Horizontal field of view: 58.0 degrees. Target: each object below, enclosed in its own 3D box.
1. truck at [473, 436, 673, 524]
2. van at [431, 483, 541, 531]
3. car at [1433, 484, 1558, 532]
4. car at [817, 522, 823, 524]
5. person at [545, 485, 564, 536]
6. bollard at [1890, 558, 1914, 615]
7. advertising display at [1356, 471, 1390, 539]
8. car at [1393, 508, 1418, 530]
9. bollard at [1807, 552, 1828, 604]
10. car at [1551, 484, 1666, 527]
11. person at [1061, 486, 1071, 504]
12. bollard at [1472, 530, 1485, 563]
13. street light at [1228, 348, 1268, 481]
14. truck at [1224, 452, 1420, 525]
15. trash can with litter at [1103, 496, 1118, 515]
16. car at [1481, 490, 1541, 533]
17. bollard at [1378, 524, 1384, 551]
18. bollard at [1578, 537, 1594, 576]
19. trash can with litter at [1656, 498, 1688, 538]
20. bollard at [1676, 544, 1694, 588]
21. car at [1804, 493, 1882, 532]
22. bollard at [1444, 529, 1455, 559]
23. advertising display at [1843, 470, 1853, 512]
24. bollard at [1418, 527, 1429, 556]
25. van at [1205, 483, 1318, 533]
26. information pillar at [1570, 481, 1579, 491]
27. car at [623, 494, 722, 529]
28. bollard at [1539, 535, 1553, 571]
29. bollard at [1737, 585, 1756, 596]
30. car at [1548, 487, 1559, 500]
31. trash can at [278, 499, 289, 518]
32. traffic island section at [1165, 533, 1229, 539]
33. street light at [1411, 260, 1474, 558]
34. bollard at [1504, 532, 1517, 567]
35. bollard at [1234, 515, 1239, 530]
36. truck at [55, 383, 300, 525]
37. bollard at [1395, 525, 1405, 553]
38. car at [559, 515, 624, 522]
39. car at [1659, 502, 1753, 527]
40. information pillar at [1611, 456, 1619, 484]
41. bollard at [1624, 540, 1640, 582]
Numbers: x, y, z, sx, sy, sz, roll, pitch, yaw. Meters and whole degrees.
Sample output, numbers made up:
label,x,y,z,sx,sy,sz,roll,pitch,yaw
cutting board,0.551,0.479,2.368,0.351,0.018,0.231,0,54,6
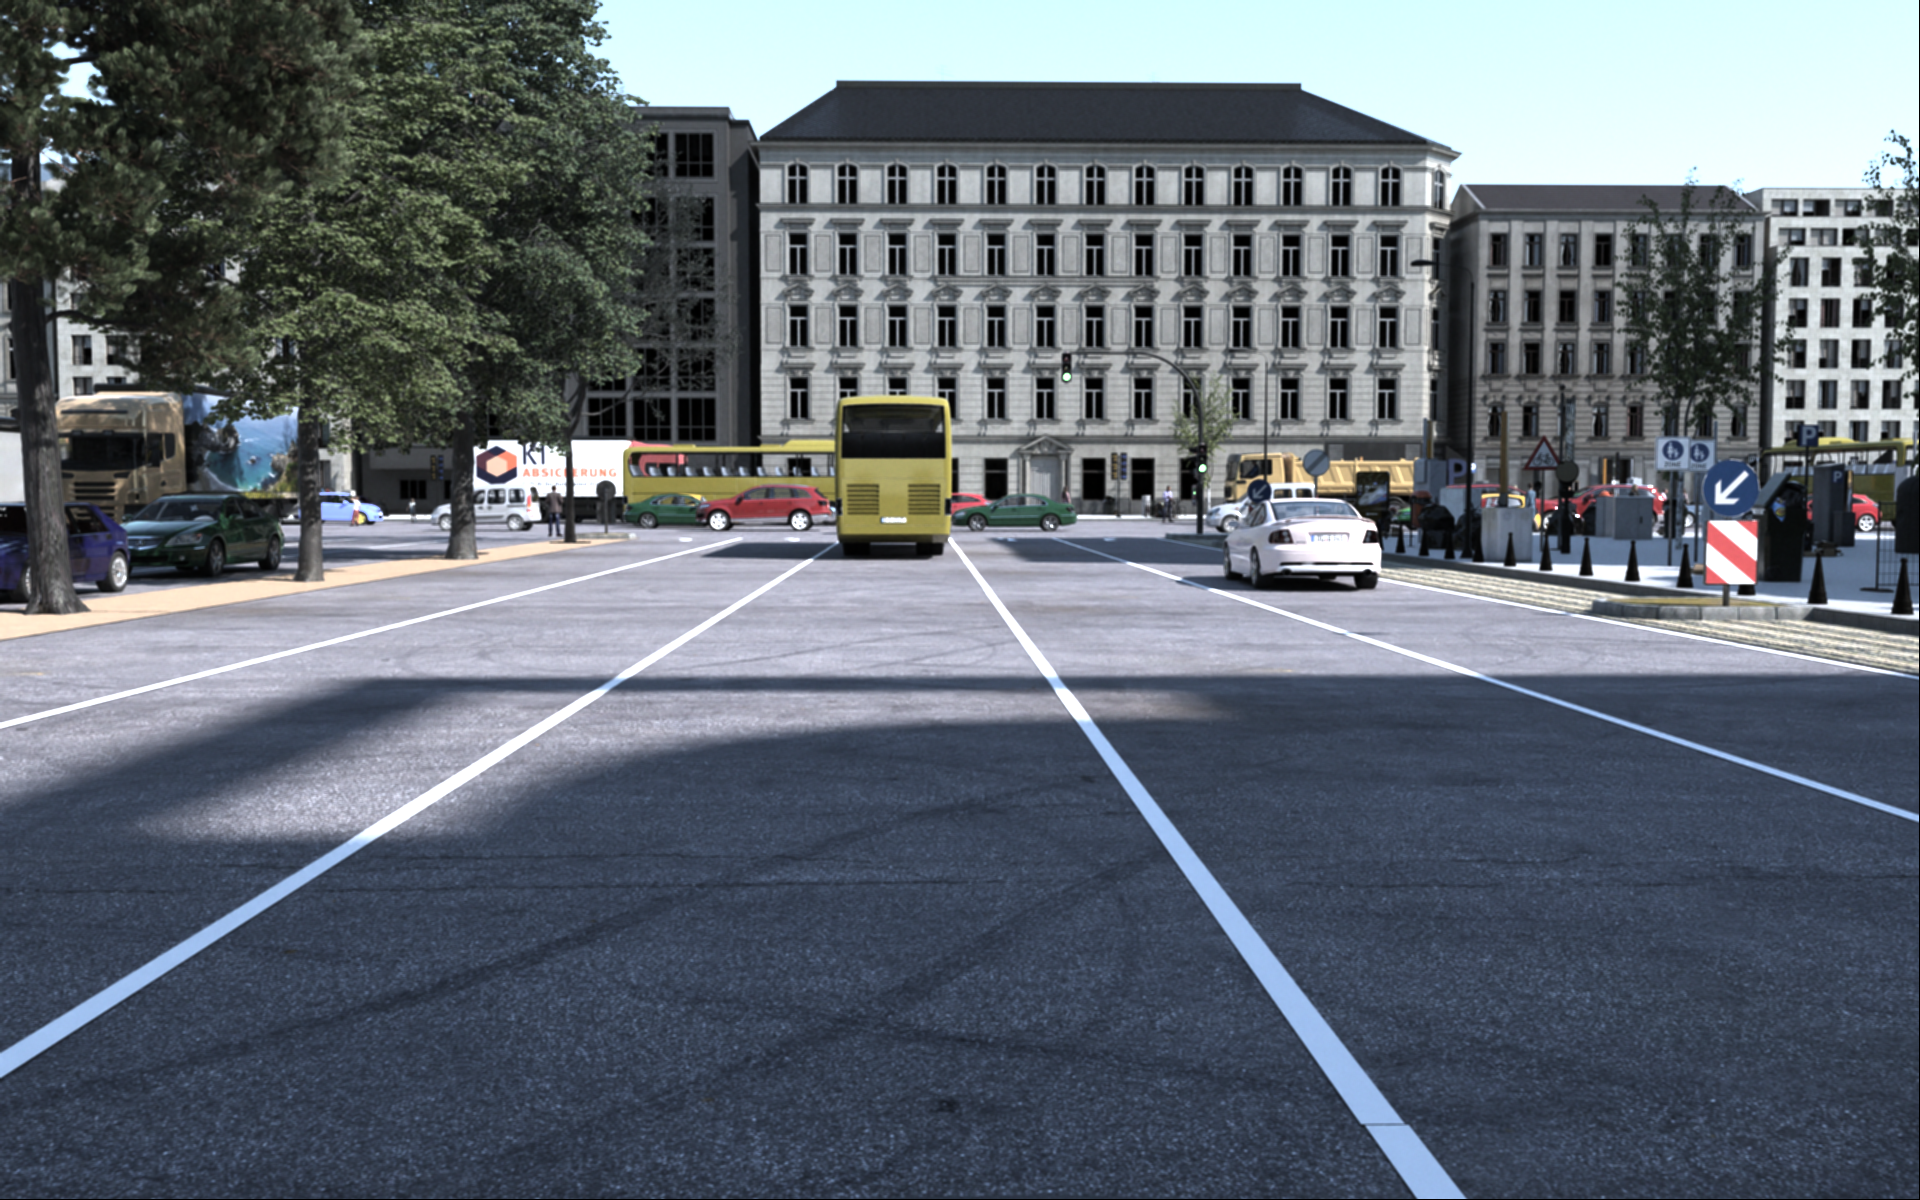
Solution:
label,x,y,z,sx,sy,sz,roll,pitch,yaw
truck,-18.280,-5.858,84.692,11.283,4.237,2.839,0,4,-1
van,-18.504,-3.702,67.541,4.112,2.044,2.013,0,4,1
car,19.858,-3.380,63.942,5.304,1.827,2.281,0,4,-2
car,-5.264,-4.591,83.735,5.304,1.827,2.281,0,4,-3
person,-13.705,-3.012,58.570,0.655,1.722,0.431,0,4,5
bollard,10.062,-0.149,18.475,0.229,0.601,0.229,0,3,0
advertising display,11.774,-2.704,49.430,0.974,1.923,0.123,3,4,36
car,19.564,-3.658,68.611,4.718,1.807,1.959,0,4,-3
bollard,10.023,-0.256,20.224,0.229,0.601,0.229,0,3,0
car,25.177,-3.648,68.317,5.304,1.827,2.281,0,4,-1
person,5.190,-4.634,84.267,0.555,1.821,0.388,2,4,34
bollard,9.714,-1.003,32.448,0.229,0.601,0.229,0,3,0
street light,9.242,-5.068,55.404,1.470,5.913,1.316,0,4,-1
truck,16.637,-5.265,82.002,9.791,3.379,3.469,0,4,-3
trash can with litter,9.175,-5.723,104.955,0.624,1.170,1.055,3,4,38
car,18.178,-3.076,60.516,3.980,1.641,2.015,0,4,-2
bollard,9.541,-1.428,39.394,0.229,0.601,0.229,0,3,0
bollard,9.843,-0.683,27.213,0.229,0.601,0.229,0,3,0
trash can with litter,22.032,-2.588,53.697,0.624,1.170,1.055,-1,4,-19
bollard,9.936,-0.470,23.727,0.229,0.601,0.229,0,3,0
car,32.652,-3.482,65.975,4.494,1.783,2.155,0,4,-1
bollard,9.668,-1.110,34.185,0.229,0.601,0.229,0,3,0
advertising display,23.821,-2.525,46.494,0.123,1.923,0.974,2,4,34
bollard,9.628,-1.216,35.921,0.229,0.601,0.229,0,3,0
van,11.130,-3.479,63.899,4.112,2.044,2.013,0,4,-1
information pillar,35.195,-5.778,98.962,0.304,2.012,0.304,1,4,18
car,-11.569,-3.701,72.307,4.920,1.459,2.131,0,4,-3
bollard,9.803,-0.790,28.964,0.229,0.601,0.229,0,3,0
bollard,9.979,-0.362,21.960,0.229,0.601,0.229,0,3,0
car,28.380,-4.268,78.586,4.718,1.807,1.959,0,4,-2
trash can,-35.792,-4.888,91.565,0.748,1.137,0.748,0,3,0
traffic island section,7.728,-2.045,55.722,2.009,0.180,2.903,0,4,-1
street light,9.626,-3.790,34.508,1.470,5.913,1.316,0,4,-1
bollard,9.755,-0.897,30.700,0.229,0.601,0.229,0,3,0
bollard,9.095,-2.494,56.816,0.229,0.601,0.229,0,3,0
truck,-20.750,-3.503,46.195,2.839,4.237,11.283,0,4,-1
bollard,9.581,-1.322,37.658,0.229,0.601,0.229,0,3,0
car,-17.992,-4.619,87.515,4.499,1.417,2.014,0,3,0
car,32.884,-3.896,75.702,4.499,1.417,2.014,0,4,-2
information pillar,40.150,-7.024,106.200,0.504,3.616,0.183,-1,4,-13
bollard,9.892,-0.576,25.463,0.229,0.601,0.229,0,3,0
